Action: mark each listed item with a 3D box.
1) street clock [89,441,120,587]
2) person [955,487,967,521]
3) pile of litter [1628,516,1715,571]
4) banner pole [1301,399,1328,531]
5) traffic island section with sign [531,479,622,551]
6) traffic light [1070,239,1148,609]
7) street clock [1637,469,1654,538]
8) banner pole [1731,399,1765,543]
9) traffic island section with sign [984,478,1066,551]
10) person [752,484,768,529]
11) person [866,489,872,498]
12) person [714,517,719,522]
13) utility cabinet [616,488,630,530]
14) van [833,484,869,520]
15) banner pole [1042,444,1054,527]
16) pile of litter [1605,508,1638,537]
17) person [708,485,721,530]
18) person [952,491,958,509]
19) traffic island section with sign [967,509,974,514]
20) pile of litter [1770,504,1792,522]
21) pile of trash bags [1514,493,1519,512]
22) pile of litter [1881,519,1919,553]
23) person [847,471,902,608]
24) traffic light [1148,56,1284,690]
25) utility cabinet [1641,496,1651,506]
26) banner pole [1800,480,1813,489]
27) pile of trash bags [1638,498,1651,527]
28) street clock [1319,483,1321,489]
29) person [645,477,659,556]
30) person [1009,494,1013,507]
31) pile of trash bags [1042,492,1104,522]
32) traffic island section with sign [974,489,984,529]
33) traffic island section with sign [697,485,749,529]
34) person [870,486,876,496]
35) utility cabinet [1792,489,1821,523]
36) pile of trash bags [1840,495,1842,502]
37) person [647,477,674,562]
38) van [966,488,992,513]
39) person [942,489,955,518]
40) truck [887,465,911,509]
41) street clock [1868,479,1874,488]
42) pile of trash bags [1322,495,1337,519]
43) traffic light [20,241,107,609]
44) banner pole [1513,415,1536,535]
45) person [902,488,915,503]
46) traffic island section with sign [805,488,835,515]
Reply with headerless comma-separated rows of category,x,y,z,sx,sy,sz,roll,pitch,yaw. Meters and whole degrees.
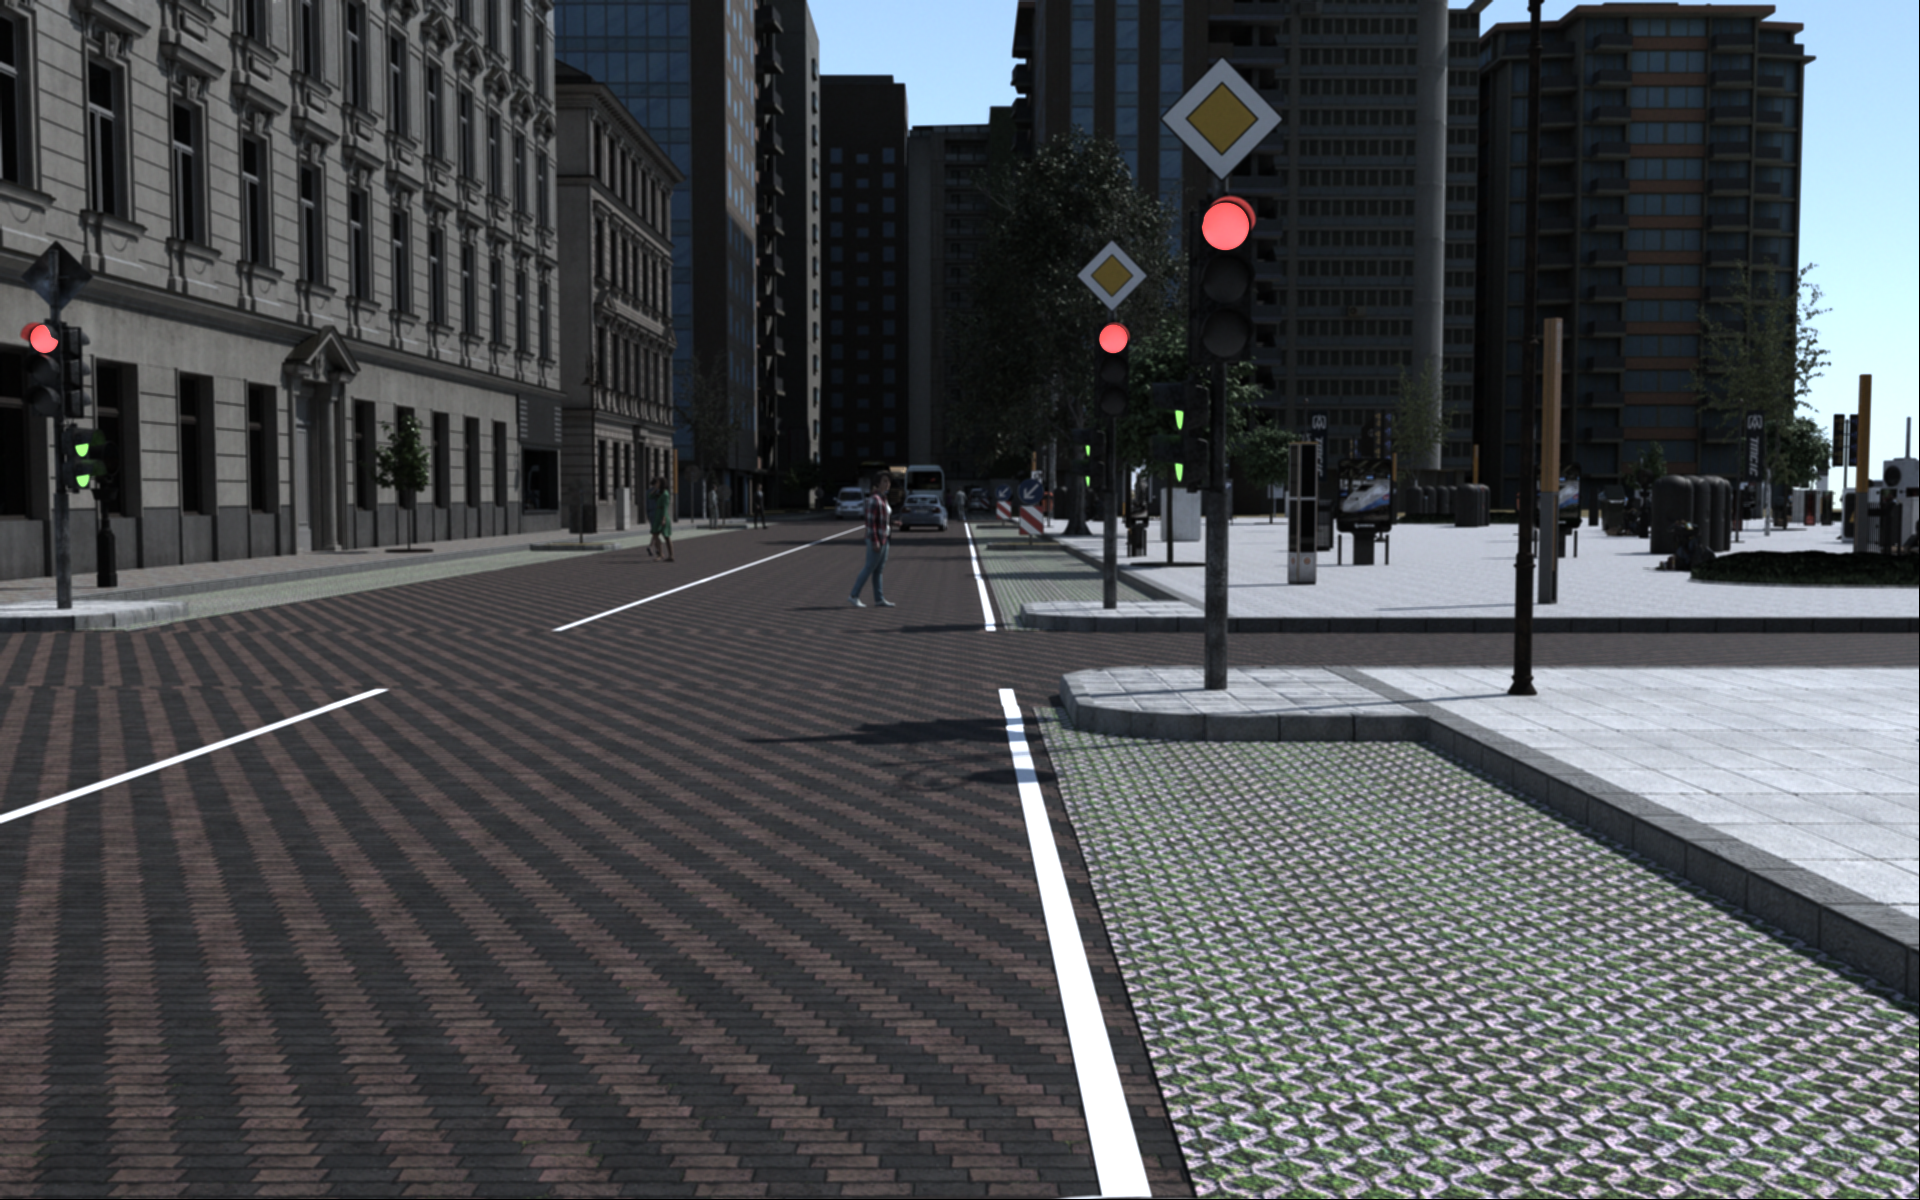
street clock,-11.758,-1.178,23.823,0.358,2.002,0.471,0,4,2
person,0.015,-5.037,90.952,0.635,1.810,0.391,-3,5,-42
pile of litter,12.345,-0.927,29.123,1.176,0.858,1.719,-1,4,-16
banner pole,9.315,-3.405,45.683,0.863,3.779,0.401,-1,4,-11
traffic island section with sign,-9.740,-2.179,44.255,1.989,1.847,2.006,0,3,0
traffic light,1.661,-1.857,19.281,0.839,4.253,0.868,0,3,0
street clock,19.889,-2.798,50.310,0.358,2.002,0.471,-1,4,-19
banner pole,20.776,-3.405,45.685,0.401,3.779,0.863,-3,5,-43
traffic island section with sign,1.688,-2.194,44.503,1.989,1.847,2.006,0,3,0
person,-8.192,-3.838,71.020,0.659,1.850,0.755,-3,5,-39
person,-6.195,-6.707,118.696,0.750,1.759,0.617,-1,4,-16
person,-10.513,-3.693,73.889,0.505,1.210,0.382,3,5,40
utility cabinet,-11.951,-3.221,61.341,0.318,1.500,1.173,0,4,-1
van,-6.184,-5.607,98.687,2.013,2.044,4.112,0,4,-1
banner pole,3.349,-4.721,67.203,0.401,3.779,0.863,-1,4,-23
pile of litter,20.318,-2.396,53.134,1.719,0.858,1.176,-3,4,-37
person,-9.871,-3.713,69.307,0.391,1.810,0.635,-3,4,-36
person,-0.230,-9.569,164.962,0.705,1.824,1.348,3,5,42
traffic island section with sign,1.637,-6.926,121.867,1.989,1.847,2.006,0,3,0
pile of litter,37.670,-3.975,78.962,1.176,0.858,1.719,0,4,2
pile of trash bags,29.704,-4.925,90.268,1.912,1.369,3.447,2,4,35
pile of litter,20.436,-1.404,36.920,1.176,0.858,1.719,0,4,1
person,-1.078,-0.772,21.957,0.643,1.720,0.563,1,4,11
traffic light,1.666,-1.369,11.296,0.839,4.253,0.868,0,3,0
utility cabinet,27.689,-3.589,69.849,0.306,1.237,1.020,1,4,11
banner pole,45.060,-6.241,92.051,0.401,3.779,0.863,-3,4,-38
pile of trash bags,27.687,-3.517,67.251,1.912,1.369,3.447,0,4,0
street clock,17.886,-5.039,86.963,0.471,2.002,0.358,1,4,19
person,-7.122,-1.944,40.307,0.581,1.822,0.654,3,4,38
person,5.083,-10.284,176.267,0.705,1.869,1.348,3,4,37
pile of trash bags,5.505,-4.396,81.630,3.447,1.369,1.912,1,4,11
traffic island section with sign,1.675,-3.847,71.530,1.989,1.847,2.006,0,3,0
traffic island section with sign,-9.742,-3.842,71.437,1.989,1.847,2.006,0,3,0
person,-4.425,-4.904,88.661,0.573,1.828,0.580,-1,4,-22
utility cabinet,37.636,-4.178,76.991,1.173,1.500,0.318,0,4,-7
pile of trash bags,34.555,-3.402,65.370,1.912,1.369,3.447,3,4,36
person,-6.267,-1.702,36.574,0.529,1.795,0.600,-2,4,-32
van,1.414,-7.500,129.637,2.013,2.044,4.112,0,4,-1
person,-0.598,-5.715,102.616,1.217,1.739,0.721,-3,4,-38
truck,-6.076,-10.868,166.604,2.839,4.237,11.283,0,4,2
street clock,44.339,-4.893,84.577,0.471,2.002,0.358,3,5,44
pile of trash bags,19.082,-4.862,89.241,1.912,1.369,3.447,-3,5,-40
traffic light,-10.001,-1.855,19.258,0.839,4.253,0.868,0,3,0
banner pole,17.765,-3.934,54.332,0.863,3.779,0.401,-2,4,-28
person,-2.996,-5.896,104.879,0.705,1.826,1.348,-3,5,-43
traffic island section with sign,-9.786,-6.882,121.152,1.989,1.847,2.006,0,3,0
